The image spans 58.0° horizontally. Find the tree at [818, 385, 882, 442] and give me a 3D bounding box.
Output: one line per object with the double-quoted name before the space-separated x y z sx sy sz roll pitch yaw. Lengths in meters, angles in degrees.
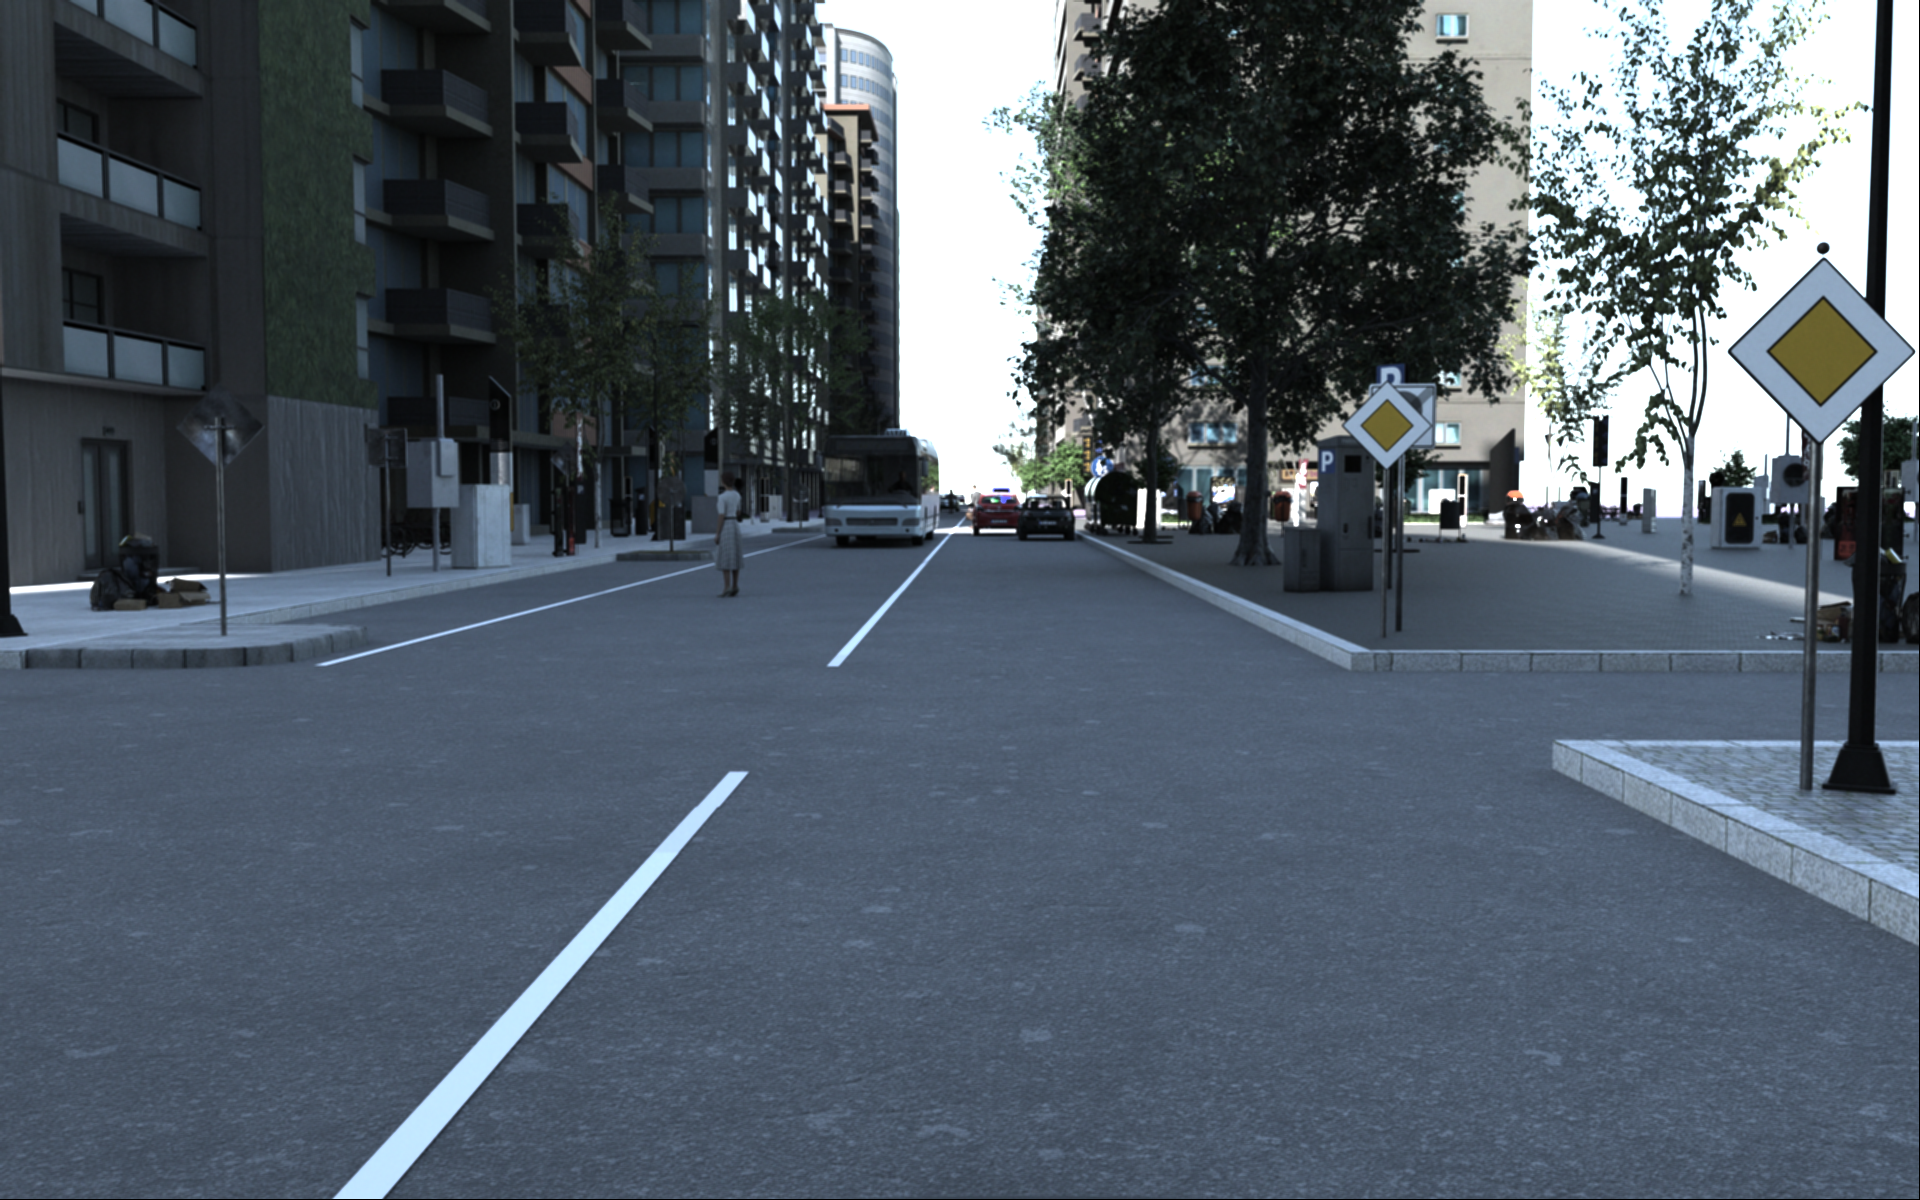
"tree" -7.250 -9.773 110.154 4.360 8.622 3.978 0 3 0

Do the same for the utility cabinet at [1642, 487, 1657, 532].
"utility cabinet" 23.045 -3.008 57.858 0.318 1.500 1.173 2 4 29

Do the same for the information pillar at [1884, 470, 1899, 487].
"information pillar" 28.635 -2.985 53.293 0.304 2.012 0.304 -1 4 -14

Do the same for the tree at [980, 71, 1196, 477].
"tree" 7.126 -13.444 75.701 12.611 20.169 13.585 0 3 0

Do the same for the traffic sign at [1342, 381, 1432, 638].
"traffic sign" 3.786 -0.721 15.433 0.795 2.450 0.064 0 4 1

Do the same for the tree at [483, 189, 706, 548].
"tree" -8.885 -5.550 41.111 4.737 8.622 4.395 0 3 0

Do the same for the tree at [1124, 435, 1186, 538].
"tree" 5.741 -3.441 50.864 1.663 3.219 1.824 0 3 0

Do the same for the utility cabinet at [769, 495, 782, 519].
"utility cabinet" -9.640 -4.794 89.550 1.020 1.237 0.306 3 5 42

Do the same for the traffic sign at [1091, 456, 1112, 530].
"traffic sign" 4.780 -3.557 58.260 0.768 2.556 0.104 0 4 6

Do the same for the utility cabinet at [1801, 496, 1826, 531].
"utility cabinet" 29.247 -2.948 59.354 1.020 1.237 0.306 -2 4 -32

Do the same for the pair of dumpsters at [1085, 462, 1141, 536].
"pair of dumpsters" 4.882 -3.218 55.115 1.574 2.255 4.437 0 4 1

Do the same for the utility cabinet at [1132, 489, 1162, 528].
"utility cabinet" 6.996 -3.458 65.209 1.173 1.500 0.318 2 4 30

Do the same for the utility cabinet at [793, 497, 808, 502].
"utility cabinet" -8.032 -4.653 87.233 0.306 1.237 1.020 -2 4 -35

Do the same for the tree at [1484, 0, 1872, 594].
"tree" 9.116 -4.388 22.106 4.737 8.622 4.395 0 3 0

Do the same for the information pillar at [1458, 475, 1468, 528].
"information pillar" 18.947 -3.717 65.263 0.304 2.012 0.304 2 4 29

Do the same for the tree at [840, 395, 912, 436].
"tree" -7.588 -13.905 161.754 8.767 10.594 7.601 -1 4 -10

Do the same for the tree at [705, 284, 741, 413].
"tree" -8.872 -6.279 53.028 4.737 8.622 4.395 0 3 0

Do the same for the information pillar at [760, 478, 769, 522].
"information pillar" -8.876 -4.536 78.661 0.304 2.012 0.304 2 4 29

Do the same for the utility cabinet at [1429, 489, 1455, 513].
"utility cabinet" 23.068 -4.541 82.921 1.173 1.500 0.318 3 4 37

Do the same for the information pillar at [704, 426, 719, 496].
"information pillar" -8.462 -4.142 59.083 0.504 3.616 0.183 0 4 -7

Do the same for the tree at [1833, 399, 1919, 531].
"tree" 31.887 -4.659 59.892 4.285 4.588 4.351 0 3 0

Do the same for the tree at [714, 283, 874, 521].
"tree" -8.187 -9.697 84.300 9.928 11.665 9.643 0 3 0

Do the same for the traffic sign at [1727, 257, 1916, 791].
"traffic sign" 3.667 -0.233 7.449 0.795 2.450 0.064 0 4 1

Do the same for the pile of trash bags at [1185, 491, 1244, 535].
"pile of trash bags" 8.149 -2.800 55.528 1.912 1.369 3.447 2 4 33

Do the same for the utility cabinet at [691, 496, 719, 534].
"utility cabinet" -8.216 -2.763 56.344 1.020 1.237 0.306 0 4 -1

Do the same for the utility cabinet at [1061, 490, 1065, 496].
"utility cabinet" 5.362 -4.900 88.786 0.318 1.500 1.173 0 4 -3

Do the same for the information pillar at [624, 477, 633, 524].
"information pillar" -14.210 -4.265 74.229 0.304 2.012 0.304 0 4 -5

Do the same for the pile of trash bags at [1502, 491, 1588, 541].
"pile of trash bags" 16.334 -2.414 49.215 1.912 1.369 3.447 0 4 -6

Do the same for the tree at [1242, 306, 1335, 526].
"tree" 12.402 -6.939 63.813 4.360 8.622 3.978 0 3 0

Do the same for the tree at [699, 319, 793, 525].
"tree" -8.730 -7.454 72.239 4.360 8.622 3.978 0 3 0

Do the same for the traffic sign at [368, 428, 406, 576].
"traffic sign" -8.919 -1.521 26.994 0.606 2.300 0.079 0 4 3

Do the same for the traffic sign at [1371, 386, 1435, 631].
"traffic sign" 4.104 -0.857 16.139 0.606 2.300 0.079 0 4 7

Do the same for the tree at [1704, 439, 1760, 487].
"tree" 27.593 -4.089 61.451 1.663 3.219 1.824 0 3 0

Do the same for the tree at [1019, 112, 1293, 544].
"tree" 5.043 -7.267 44.566 9.928 11.665 9.643 0 3 0

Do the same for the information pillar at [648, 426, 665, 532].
"information pillar" -10.309 -4.106 58.496 0.504 3.616 0.183 2 4 35

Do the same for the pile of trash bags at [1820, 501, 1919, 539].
"pile of trash bags" 26.141 -2.408 49.115 1.912 1.369 3.447 -1 4 -23

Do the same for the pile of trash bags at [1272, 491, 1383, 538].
"pile of trash bags" 11.051 -2.567 51.717 3.447 1.369 1.912 1 4 8

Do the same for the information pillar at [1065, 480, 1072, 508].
"information pillar" 5.468 -5.067 87.336 0.304 2.012 0.304 0 4 -1

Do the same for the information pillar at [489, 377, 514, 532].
"information pillar" -9.154 -2.640 34.525 0.504 3.616 0.183 1 4 19

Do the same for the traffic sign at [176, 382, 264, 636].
"traffic sign" -6.657 -0.732 15.608 0.795 2.450 0.064 0 4 1

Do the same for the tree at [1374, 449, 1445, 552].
"tree" 9.654 -2.689 38.570 1.663 3.219 1.824 0 3 0

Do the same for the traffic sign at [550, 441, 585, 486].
"traffic sign" -8.528 -2.229 37.630 0.795 2.450 0.064 1 4 10

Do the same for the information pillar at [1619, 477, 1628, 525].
"information pillar" 27.789 -4.161 72.532 0.304 2.012 0.304 1 4 17

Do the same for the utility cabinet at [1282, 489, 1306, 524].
"utility cabinet" 14.232 -3.981 73.771 1.173 1.500 0.318 -3 4 -37

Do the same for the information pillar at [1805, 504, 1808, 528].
"information pillar" 23.192 -2.607 47.116 0.304 2.012 0.304 1 4 16

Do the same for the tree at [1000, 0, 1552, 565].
"tree" 5.491 -6.986 31.222 9.611 12.733 9.660 0 3 0
